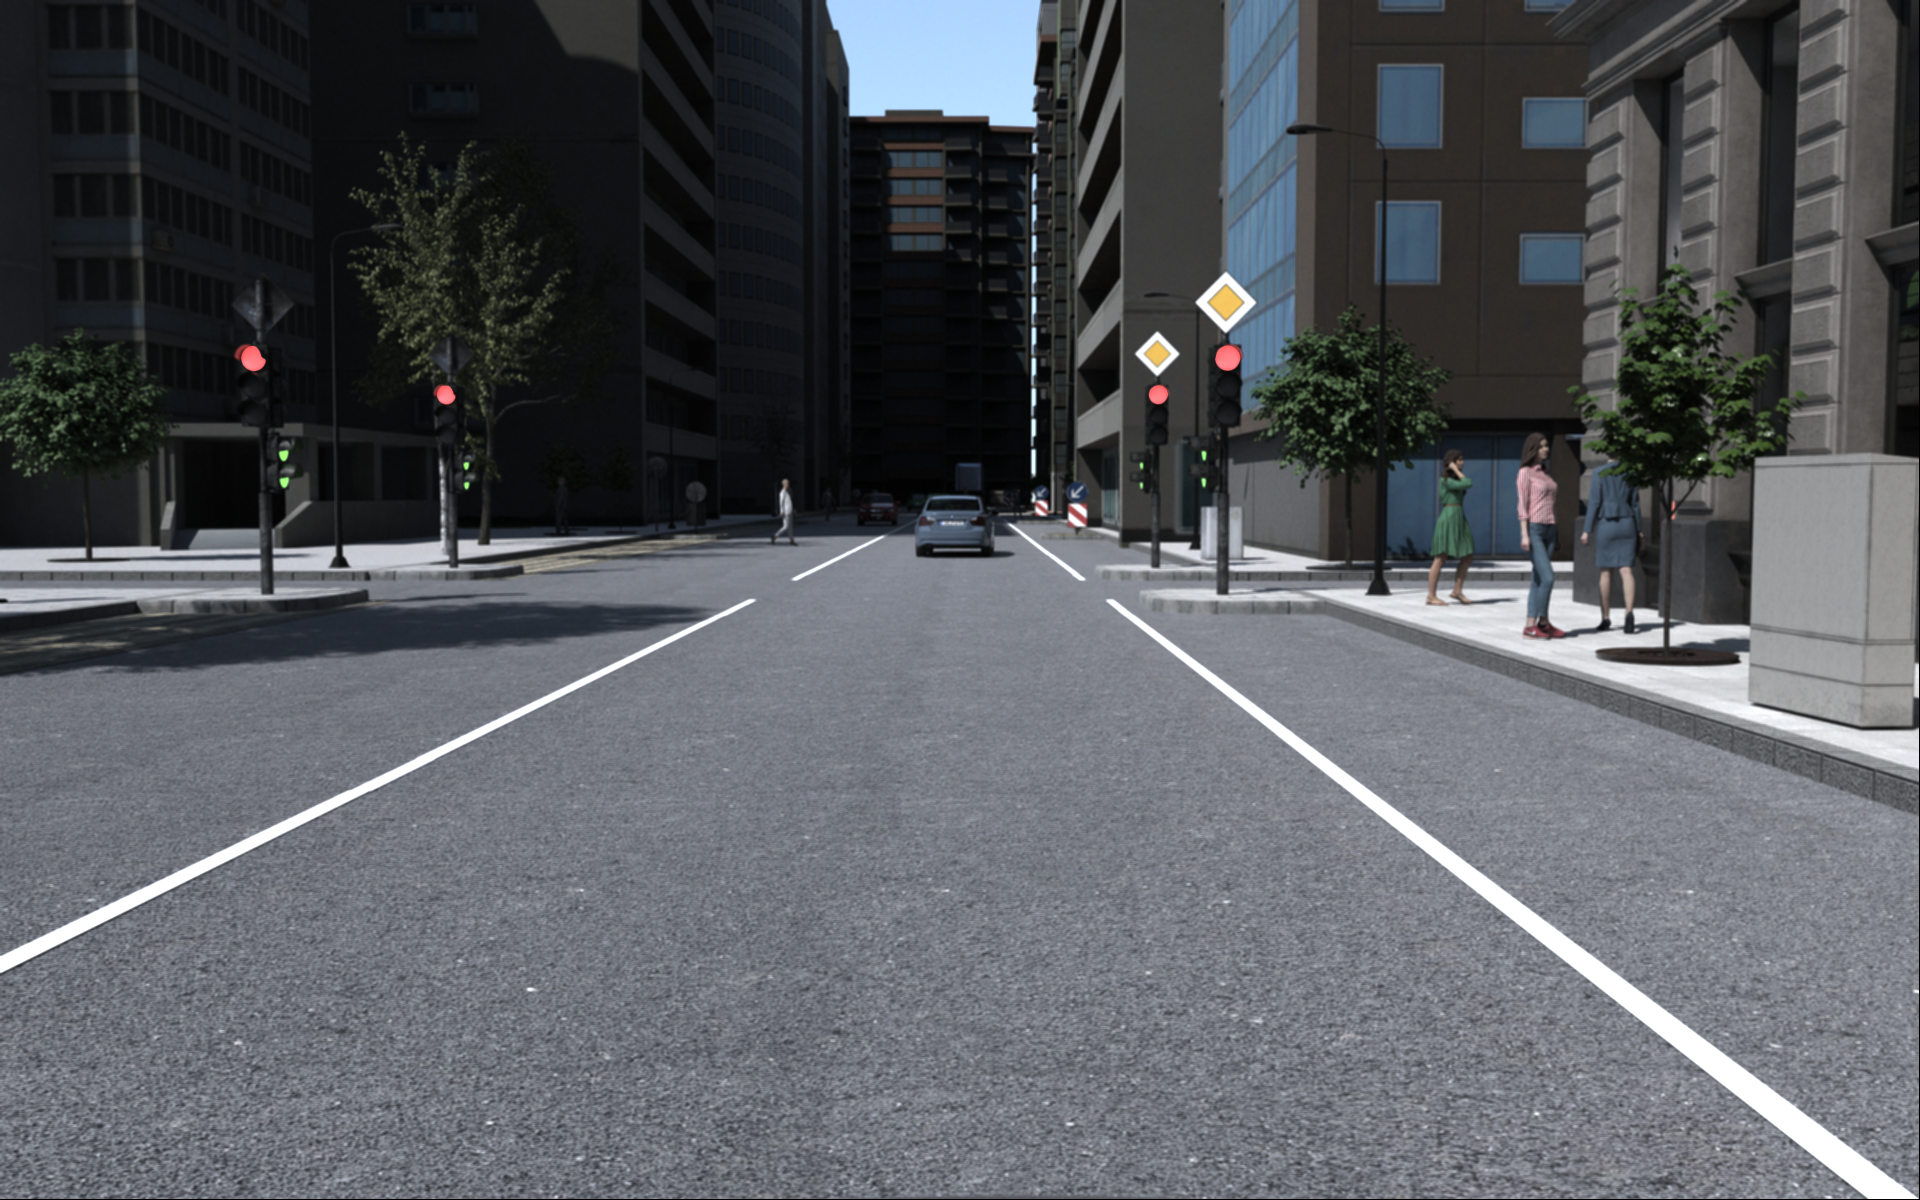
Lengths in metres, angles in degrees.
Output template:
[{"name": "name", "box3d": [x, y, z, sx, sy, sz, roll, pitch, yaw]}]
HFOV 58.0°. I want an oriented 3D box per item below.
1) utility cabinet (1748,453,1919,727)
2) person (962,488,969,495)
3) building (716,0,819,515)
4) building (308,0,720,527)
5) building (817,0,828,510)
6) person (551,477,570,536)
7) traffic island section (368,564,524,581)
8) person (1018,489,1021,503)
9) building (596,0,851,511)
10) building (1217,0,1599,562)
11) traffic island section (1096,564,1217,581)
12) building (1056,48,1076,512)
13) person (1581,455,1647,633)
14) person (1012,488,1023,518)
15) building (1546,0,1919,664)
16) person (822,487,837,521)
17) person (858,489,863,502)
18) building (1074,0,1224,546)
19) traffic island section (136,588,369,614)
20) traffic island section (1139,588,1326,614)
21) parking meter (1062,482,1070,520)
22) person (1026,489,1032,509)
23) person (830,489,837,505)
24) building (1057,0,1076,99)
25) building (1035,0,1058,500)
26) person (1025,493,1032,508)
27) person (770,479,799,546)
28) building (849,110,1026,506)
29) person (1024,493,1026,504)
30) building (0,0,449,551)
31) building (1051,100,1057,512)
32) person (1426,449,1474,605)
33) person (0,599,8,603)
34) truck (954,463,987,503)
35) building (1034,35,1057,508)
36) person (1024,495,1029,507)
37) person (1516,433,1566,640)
[{"name": "utility cabinet", "box3d": [4.996, -0.076, 9.928, 0.318, 1.500, 1.173, 0, 4, -4]}, {"name": "person", "box3d": [0.231, -4.979, 90.329, 0.534, 1.772, 0.576, 1, 4, 11]}, {"name": "building", "box3d": [-21.455, -35.251, 118.355, 21.231, 58.520, 28.212, 0, 4, 0]}, {"name": "building", "box3d": [-23.015, -27.726, 77.026, 21.300, 48.544, 21.600, 0, 4, 0]}, {"name": "building", "box3d": [-18.225, -29.983, 140.327, 14.600, 45.320, 14.200, 0, 4, 0]}, {"name": "person", "box3d": [-12.176, -2.837, 52.598, 0.590, 1.801, 0.661, 0, 4, 4]}, {"name": "traffic island section", "box3d": [-8.826, -0.480, 30.134, 2.009, 0.180, 2.903, 0, 4, 0]}, {"name": "person", "box3d": [6.189, -10.763, 182.162, 0.705, 1.807, 1.348, 1, 4, 20]}, {"name": "building", "box3d": [-21.984, -33.357, 169.087, 21.600, 48.544, 21.300, 0, 4, 0]}, {"name": "building", "box3d": [13.750, -23.730, 38.091, 14.200, 45.320, 14.600, 0, 4, 0]}, {"name": "traffic island section", "box3d": [3.415, -0.476, 30.058, 2.009, 0.180, 2.903, 0, 4, 0]}, {"name": "building", "box3d": [14.063, -21.056, 115.969, 14.160, 30.474, 14.107, 0, 4, 0]}, {"name": "person", "box3d": [6.076, -0.612, 16.075, 0.581, 1.822, 0.654, 1, 4, 12]}, {"name": "person", "box3d": [3.387, -5.675, 101.563, 0.573, 1.790, 0.520, 2, 4, 35]}, {"name": "building", "box3d": [12.025, -11.118, 10.653, 11.050, 23.489, 19.941, 0, 4, 0]}, {"name": "person", "box3d": [-7.006, -5.127, 92.445, 0.709, 1.813, 0.853, -3, 5, -41]}, {"name": "person", "box3d": [-9.871, -10.049, 171.076, 0.721, 1.736, 1.217, 2, 4, 26]}, {"name": "building", "box3d": [14.999, -26.369, 54.836, 21.300, 48.544, 21.600, 0, 4, 0]}, {"name": "traffic island section", "box3d": [-8.873, 0.008, 22.149, 2.009, 0.180, 2.903, 0, 4, 0]}, {"name": "traffic island section", "box3d": [3.369, 0.013, 22.073, 2.009, 0.180, 2.903, 0, 4, 0]}, {"name": "parking meter", "box3d": [5.249, -4.900, 85.832, 0.255, 1.863, 0.399, -1, 4, -18]}, {"name": "person", "box3d": [5.835, -8.548, 146.726, 0.541, 1.710, 0.530, 1, 4, 22]}, {"name": "person", "box3d": [-11.725, -9.196, 157.227, 1.217, 1.723, 0.721, -2, 4, -30]}, {"name": "building", "box3d": [14.961, -28.154, 143.907, 14.154, 41.232, 14.086, 0, 4, 0]}, {"name": "building", "box3d": [23.154, -40.161, 198.633, 28.212, 58.520, 21.231, 0, 4, 0]}, {"name": "person", "box3d": [6.155, -9.165, 155.764, 0.709, 1.838, 0.599, 0, 4, 5]}, {"name": "person", "box3d": [-4.850, -2.412, 47.813, 0.818, 1.842, 0.514, -1, 4, -8]}, {"name": "building", "box3d": [-5.894, -33.381, 200.404, 28.867, 44.769, 22.147, 0, 4, 0]}, {"name": "person", "box3d": [6.453, -9.810, 169.670, 0.421, 1.427, 0.697, 1, 4, 9]}, {"name": "building", "box3d": [-32.034, -21.695, 46.593, 32.217, 40.220, 23.993, 0, 4, 0]}, {"name": "building", "box3d": [13.812, -21.917, 130.052, 14.160, 30.474, 14.107, 0, 4, 0]}, {"name": "person", "box3d": [5.669, -0.839, 20.009, 0.529, 1.795, 0.600, 1, 4, 20]}, {"name": "person", "box3d": [-11.563, -0.866, 20.116, 0.836, 1.842, 0.656, -2, 4, -26]}, {"name": "truck", "box3d": [0.638, -9.440, 144.097, 2.967, 4.110, 18.799, 0, 4, 2]}, {"name": "building", "box3d": [18.124, -31.229, 165.218, 22.147, 44.769, 28.867, 0, 4, 0]}, {"name": "person", "box3d": [6.461, -9.921, 168.701, 0.568, 1.767, 0.683, 1, 4, 18]}, {"name": "person", "box3d": [5.111, -0.566, 15.304, 0.388, 1.821, 0.555, 3, 5, 41]}]
